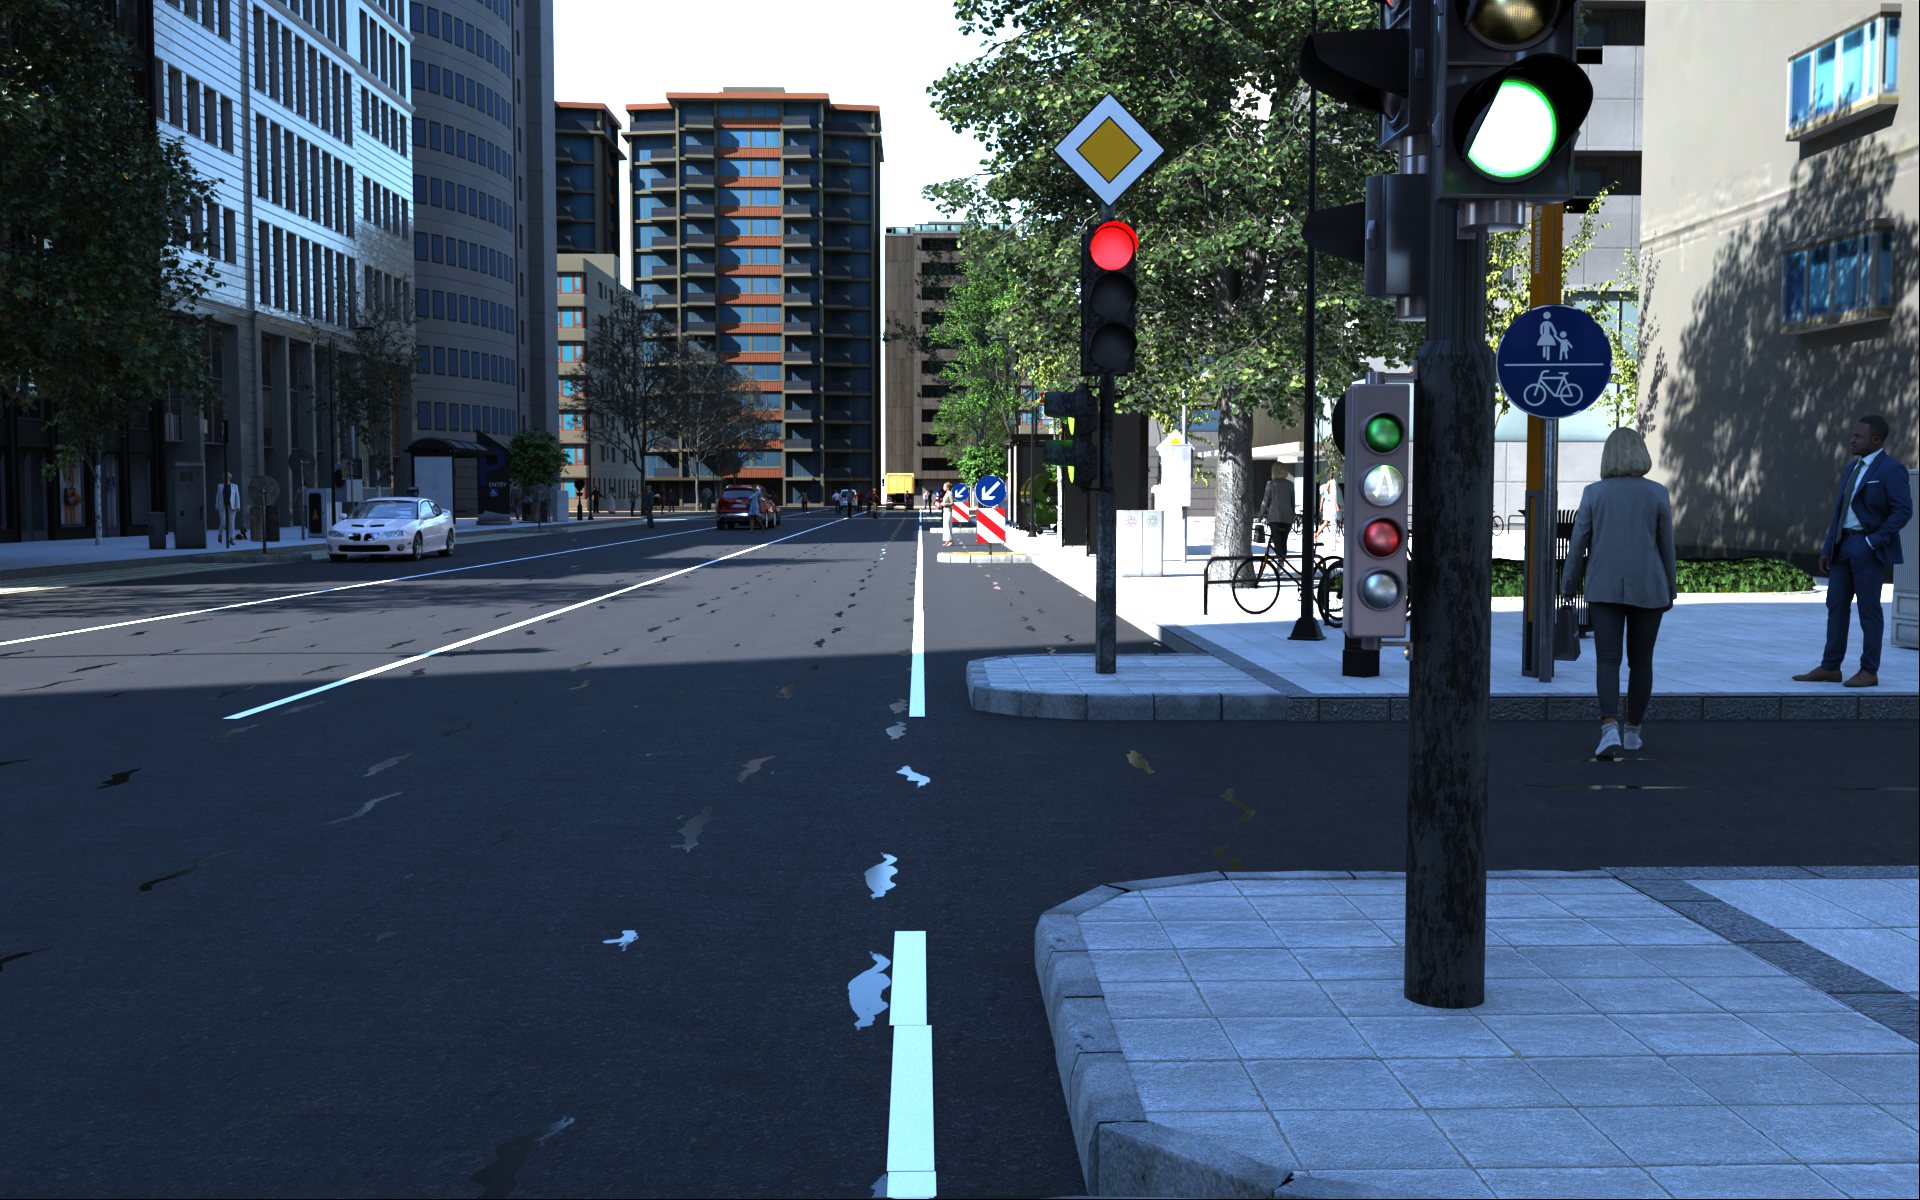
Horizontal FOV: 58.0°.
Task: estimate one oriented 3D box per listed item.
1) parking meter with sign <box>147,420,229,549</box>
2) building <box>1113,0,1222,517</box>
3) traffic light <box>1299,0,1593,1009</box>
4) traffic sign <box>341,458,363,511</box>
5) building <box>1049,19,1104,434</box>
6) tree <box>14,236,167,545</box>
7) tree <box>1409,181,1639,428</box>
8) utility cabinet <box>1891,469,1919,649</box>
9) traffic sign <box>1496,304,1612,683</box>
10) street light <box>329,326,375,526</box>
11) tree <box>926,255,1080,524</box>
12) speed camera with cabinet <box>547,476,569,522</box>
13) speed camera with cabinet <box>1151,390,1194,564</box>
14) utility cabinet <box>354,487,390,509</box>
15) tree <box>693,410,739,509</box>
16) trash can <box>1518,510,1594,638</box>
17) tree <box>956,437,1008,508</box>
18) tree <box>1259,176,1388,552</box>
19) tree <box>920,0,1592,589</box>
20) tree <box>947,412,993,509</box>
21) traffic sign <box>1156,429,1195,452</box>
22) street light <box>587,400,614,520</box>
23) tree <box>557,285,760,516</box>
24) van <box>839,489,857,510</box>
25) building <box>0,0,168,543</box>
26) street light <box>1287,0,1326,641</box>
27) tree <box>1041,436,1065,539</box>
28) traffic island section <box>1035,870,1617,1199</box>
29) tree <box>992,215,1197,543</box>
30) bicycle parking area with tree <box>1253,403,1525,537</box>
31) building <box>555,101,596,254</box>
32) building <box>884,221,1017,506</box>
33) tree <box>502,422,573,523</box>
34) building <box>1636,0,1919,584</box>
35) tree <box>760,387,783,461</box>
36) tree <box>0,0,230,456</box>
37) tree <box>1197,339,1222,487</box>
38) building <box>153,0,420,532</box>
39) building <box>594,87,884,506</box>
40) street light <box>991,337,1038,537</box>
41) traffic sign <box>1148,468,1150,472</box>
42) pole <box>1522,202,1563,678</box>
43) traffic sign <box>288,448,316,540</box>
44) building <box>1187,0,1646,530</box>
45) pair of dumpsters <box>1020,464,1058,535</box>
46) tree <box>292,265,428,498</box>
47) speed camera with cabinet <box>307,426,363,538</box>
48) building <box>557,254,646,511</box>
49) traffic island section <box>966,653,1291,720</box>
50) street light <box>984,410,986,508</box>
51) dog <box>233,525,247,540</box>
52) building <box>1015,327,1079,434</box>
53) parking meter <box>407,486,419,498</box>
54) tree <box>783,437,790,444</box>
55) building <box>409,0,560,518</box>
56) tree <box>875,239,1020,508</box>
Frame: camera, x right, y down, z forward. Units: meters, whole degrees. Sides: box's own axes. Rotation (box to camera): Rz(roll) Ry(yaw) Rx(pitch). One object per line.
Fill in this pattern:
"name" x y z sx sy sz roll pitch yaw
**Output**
"parking meter with sign" -18.067 -2.708 40.539 1.738 3.016 0.543 -2 4 -29
"building" 20.003 -34.711 109.523 21.231 58.520 28.212 0 4 -1
"traffic light" -0.883 -1.802 4.131 4.771 5.953 1.251 0 4 -1
"traffic sign" -17.312 -2.888 49.351 0.606 2.300 0.079 0 4 3
"building" 19.514 -50.492 138.216 22.319 86.520 31.000 0 4 -1
"tree" -21.916 -5.688 43.355 4.737 8.622 4.395 0 3 0
"tree" 10.126 -5.051 32.943 4.737 8.622 4.395 0 3 0
"utility cabinet" 7.982 -0.320 13.913 0.318 1.500 1.173 0 4 -4
"traffic sign" 3.992 -0.711 11.735 0.768 2.556 0.104 0 4 5
"street light" -16.851 -4.613 47.968 1.470 5.913 1.316 0 4 -1
"tree" 2.382 -9.123 74.911 9.928 11.665 9.643 0 3 0
"speed camera with cabinet" -18.958 -5.333 81.532 0.660 3.252 2.038 -2 4 -27
"speed camera with cabinet" 3.983 -2.347 32.710 0.660 3.252 2.038 0 4 2
"utility cabinet" -19.709 -3.021 58.071 1.173 1.500 0.318 -1 4 -18
"tree" -20.464 -11.911 145.103 4.360 8.622 3.978 0 3 0
"trash can" 5.398 -0.240 15.571 0.748 1.137 0.748 0 3 0
"tree" 1.403 -7.116 100.067 4.285 4.588 4.351 0 3 0
"tree" 8.090 -5.382 38.353 4.360 8.622 3.978 0 3 0
"tree" 3.670 -7.141 23.417 9.857 13.997 8.962 0 3 0
"tree" 1.091 -12.279 151.122 4.360 8.622 3.978 0 3 0
"traffic sign" 4.356 -2.152 34.914 0.795 2.593 0.064 0 4 7
"street light" -17.724 -6.907 85.478 1.470 5.913 1.316 0 4 -1
"tree" -18.965 -11.759 102.625 12.009 13.543 11.850 0 3 0
"van" -10.078 -9.180 157.098 2.013 2.044 4.112 0 4 -2
"building" -30.980 -13.228 45.950 12.332 23.373 15.834 0 4 -1
"street light" 2.523 -2.604 15.116 1.470 5.913 1.316 0 4 -1
"tree" 3.292 -3.373 49.746 1.663 3.219 1.824 0 3 0
"traffic island section" 1.247 1.092 4.434 2.009 0.180 2.903 0 4 -1
"tree" 2.820 -5.795 45.114 4.737 8.622 4.395 0 3 0
"bicycle parking area with tree" 13.742 -4.182 55.382 8.231 4.147 9.016 0 4 -3
"building" -51.671 -32.633 188.168 28.867 44.769 22.147 0 4 -1
"building" -1.140 -25.351 186.182 14.107 30.474 14.160 0 4 -1
"tree" -18.976 -5.722 77.271 4.285 4.588 4.351 0 3 0
"building" 23.704 -24.739 28.178 21.600 48.544 21.300 0 4 -1
"tree" -20.004 -13.482 130.800 12.009 13.543 11.850 0 3 0
"tree" -17.296 -6.882 29.521 9.611 12.733 9.660 0 3 0
"tree" 6.826 -6.471 56.159 4.737 8.622 4.395 0 3 0
"building" -31.371 -17.802 68.556 11.434 29.767 29.804 0 4 -1
"building" -22.820 -32.698 189.232 28.867 44.769 22.147 0 4 -1
"street light" 1.608 -4.816 51.288 1.470 5.913 1.316 0 4 -1
"traffic sign" 4.143 -2.557 41.805 0.884 2.594 0.081 0 4 1
"pole" 4.063 -1.115 12.078 0.158 3.312 0.155 0 3 0
"traffic sign" -18.333 -2.946 48.270 0.768 2.556 0.104 0 4 1
"building" 24.958 -29.618 73.495 28.713 52.752 27.495 0 4 -1
"pair of dumpsters" 2.869 -3.284 56.187 1.574 2.255 4.437 0 4 -1
"tree" -18.697 -6.394 54.902 4.360 8.622 3.978 0 3 0
"speed camera with cabinet" -18.293 -3.442 50.617 2.038 3.252 0.660 3 4 37
"building" -42.216 -18.066 140.416 28.899 21.520 27.650 0 4 -1
"traffic island section" 1.067 0.603 12.417 2.009 0.180 2.903 0 4 -1
"street light" 0.735 -7.029 87.461 1.470 5.913 1.316 0 4 -1
"dog" -20.229 -1.885 48.558 0.550 0.427 0.748 3 4 38
"building" 20.283 -21.311 193.481 28.899 21.520 27.650 0 4 -1
"parking meter" -17.922 -2.958 56.780 0.372 1.533 0.369 0 3 0
"tree" -21.013 -15.387 161.951 12.009 13.543 11.850 0 3 0
"building" -37.004 -34.149 100.337 21.231 58.520 28.212 0 4 -1
"tree" 0.469 -16.744 129.658 12.611 20.169 13.585 0 3 0
